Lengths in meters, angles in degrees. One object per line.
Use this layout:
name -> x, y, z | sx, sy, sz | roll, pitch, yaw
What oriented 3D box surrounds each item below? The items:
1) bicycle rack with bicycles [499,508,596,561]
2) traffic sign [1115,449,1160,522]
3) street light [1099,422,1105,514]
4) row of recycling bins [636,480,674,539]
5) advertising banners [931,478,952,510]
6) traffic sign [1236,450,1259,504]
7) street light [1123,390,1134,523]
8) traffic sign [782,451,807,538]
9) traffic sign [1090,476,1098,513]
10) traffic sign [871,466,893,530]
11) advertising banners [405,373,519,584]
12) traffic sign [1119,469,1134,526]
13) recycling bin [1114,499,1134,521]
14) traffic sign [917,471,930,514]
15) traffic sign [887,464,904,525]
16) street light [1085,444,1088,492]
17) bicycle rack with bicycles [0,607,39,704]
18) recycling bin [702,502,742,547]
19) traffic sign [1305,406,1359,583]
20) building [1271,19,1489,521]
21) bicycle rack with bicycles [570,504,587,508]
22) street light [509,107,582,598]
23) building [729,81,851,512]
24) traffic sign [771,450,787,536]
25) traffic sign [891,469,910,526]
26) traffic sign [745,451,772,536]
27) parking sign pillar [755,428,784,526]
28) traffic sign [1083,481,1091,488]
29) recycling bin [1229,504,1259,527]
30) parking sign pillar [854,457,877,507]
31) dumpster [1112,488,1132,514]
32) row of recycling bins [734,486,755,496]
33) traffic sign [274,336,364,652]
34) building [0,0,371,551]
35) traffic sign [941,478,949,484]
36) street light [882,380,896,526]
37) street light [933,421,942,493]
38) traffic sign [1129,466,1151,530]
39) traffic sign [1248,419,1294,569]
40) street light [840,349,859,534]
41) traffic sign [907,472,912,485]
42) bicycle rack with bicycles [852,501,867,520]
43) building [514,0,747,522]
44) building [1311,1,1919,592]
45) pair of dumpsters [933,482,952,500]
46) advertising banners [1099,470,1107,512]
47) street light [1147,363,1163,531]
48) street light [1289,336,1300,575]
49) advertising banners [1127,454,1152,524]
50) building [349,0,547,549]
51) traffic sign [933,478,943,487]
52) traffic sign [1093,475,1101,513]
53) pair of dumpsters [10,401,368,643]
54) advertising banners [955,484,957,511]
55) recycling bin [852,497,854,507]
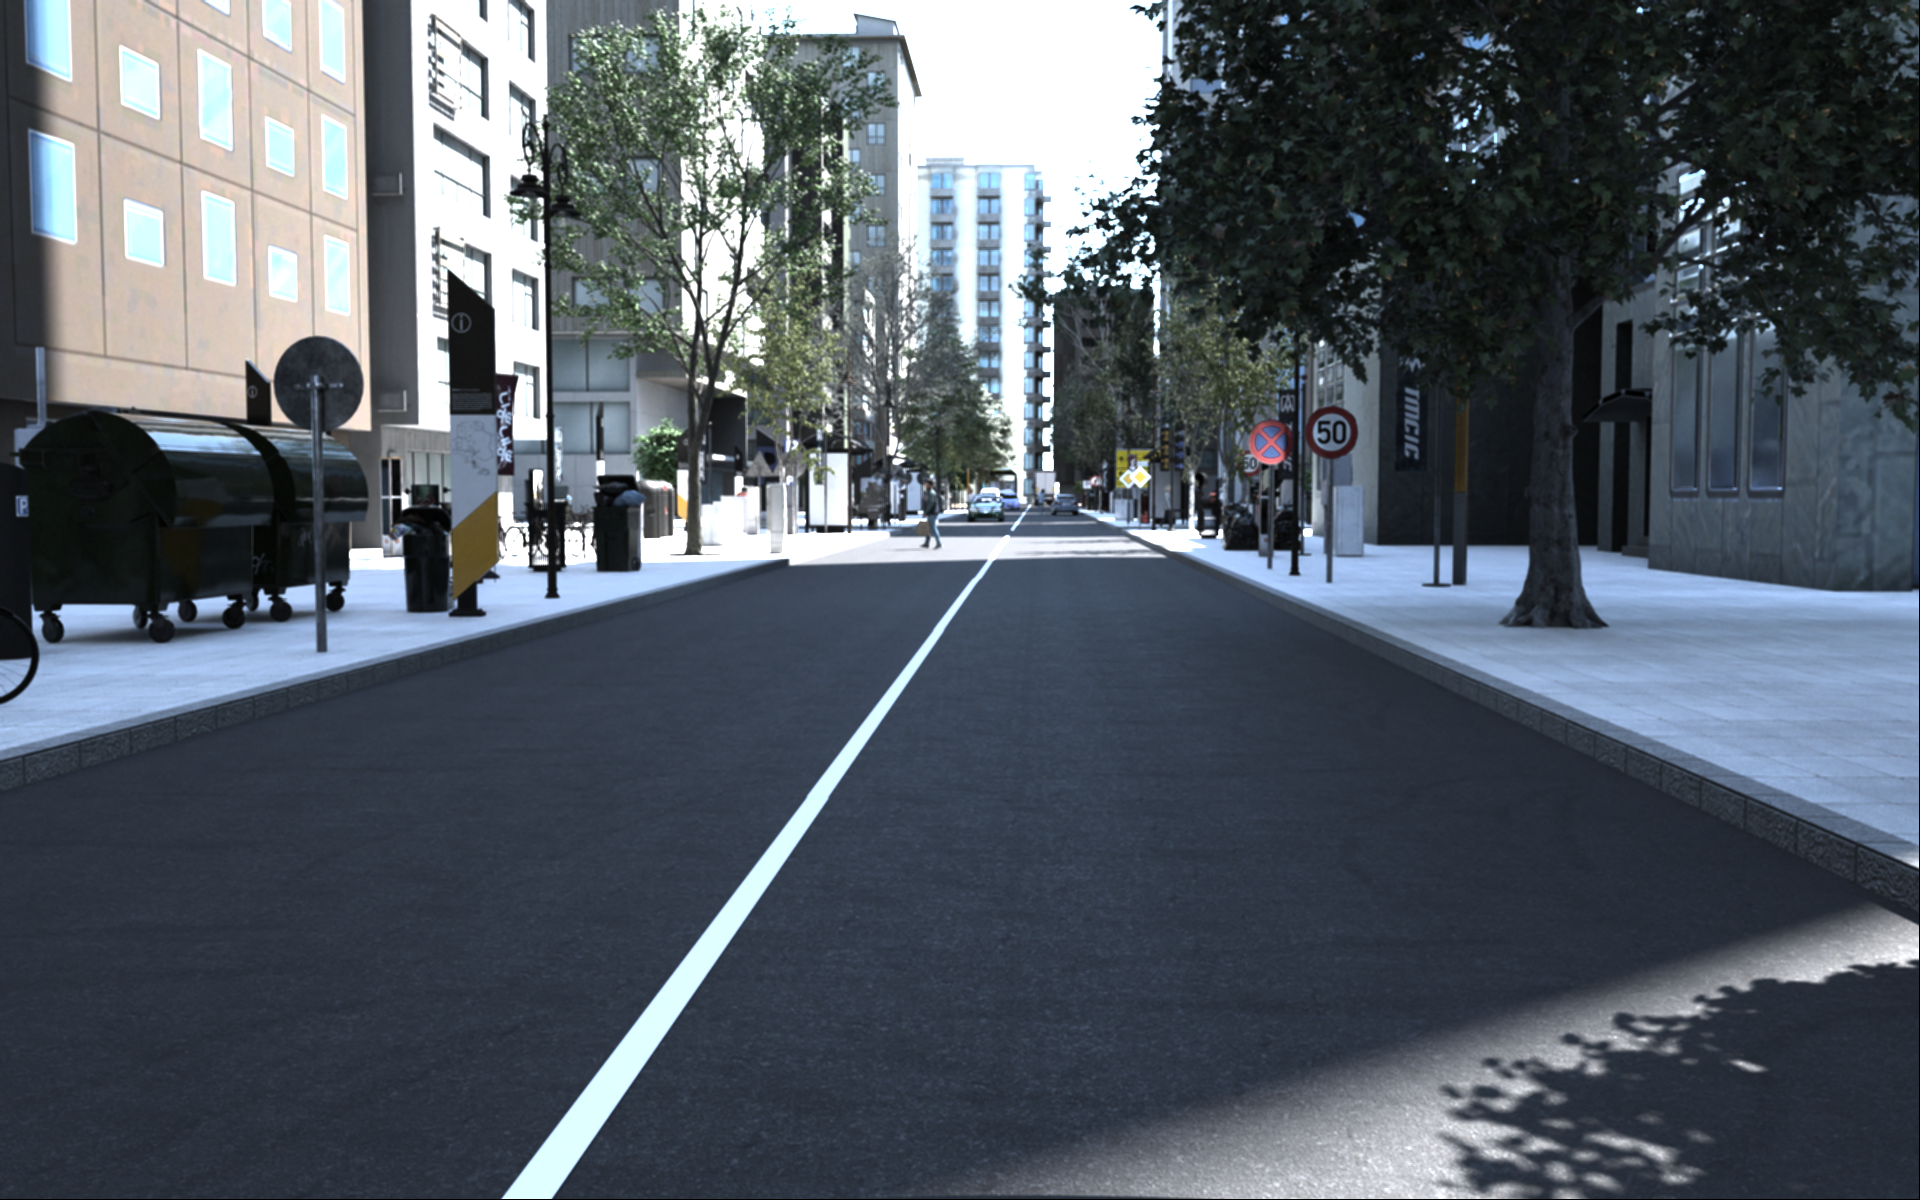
bicycle rack with bicycles -> -8.656, -1.303, 34.693 | 2.852, 0.926, 2.925 | -2, 4, -35
traffic sign -> 8.203, -5.196, 78.834 | 2.265, 3.308, 0.079 | 0, 4, 4
street light -> 9.099, -8.446, 110.880 | 0.468, 5.910, 1.993 | 0, 4, 3
row of recycling bins -> -9.062, -2.673, 50.813 | 1.069, 1.692, 3.534 | 0, 4, -1
advertising banners -> -1.489, -8.851, 140.908 | 2.074, 3.025, 0.090 | 2, 4, 28
traffic sign -> 8.351, -3.055, 50.052 | 0.768, 2.556, 0.104 | 0, 4, 8
street light -> 7.537, -6.393, 77.314 | 0.468, 5.910, 1.993 | 0, 4, 3
traffic sign -> -4.859, -3.093, 50.679 | 0.768, 2.556, 0.104 | 0, 4, 4
traffic sign -> 9.321, -7.272, 119.007 | 0.768, 2.556, 0.104 | 0, 4, 4
traffic sign -> -2.780, -3.573, 62.055 | 0.795, 2.450, 0.064 | 0, 4, 3
advertising banners -> -7.014, -1.736, 24.579 | 0.090, 3.025, 2.074 | 2, 4, 33
traffic sign -> 6.766, -4.034, 69.597 | 0.795, 2.450, 0.064 | 0, 4, 3
recycling bin -> 7.993, -4.389, 84.309 | 0.722, 1.027, 0.722 | 3, 5, 39
traffic sign -> -2.044, -5.922, 96.934 | 0.768, 2.556, 0.104 | 0, 4, 7
traffic sign -> -2.729, -4.441, 72.721 | 0.768, 2.556, 0.104 | 0, 4, 4
street light -> 10.624, -10.488, 144.259 | 0.468, 5.910, 1.993 | 0, 4, 3
bicycle rack with bicycles -> -7.042, 0.185, 10.351 | 2.925, 0.926, 2.852 | 0, 4, -8
recycling bin -> -5.852, -1.838, 42.603 | 0.722, 1.027, 0.722 | 3, 4, 37
traffic sign -> 5.353, -1.524, 25.029 | 0.768, 2.556, 0.104 | 0, 4, 4
building -> 23.169, -26.499, 83.373 | 14.200, 45.320, 14.600 | 0, 4, 3
bicycle rack with bicycles -> -13.055, -2.809, 59.317 | 2.925, 0.926, 2.852 | 0, 4, 5
street light -> -5.037, -2.963, 21.226 | 0.468, 5.910, 1.993 | 0, 4, 3
building -> -15.494, -21.486, 123.001 | 14.160, 30.474, 14.107 | 0, 4, 3
traffic sign -> -5.189, -3.150, 51.506 | 0.884, 2.594, 0.081 | 1, 4, 12
traffic sign -> -2.418, -4.061, 70.032 | 0.795, 2.450, 0.064 | 0, 4, 3
traffic sign -> -6.067, -3.204, 52.386 | 0.884, 2.594, 0.081 | 0, 4, 7
parking sign pillar -> -7.690, -5.037, 70.823 | 1.447, 3.967, 1.447 | 0, 4, 4
traffic sign -> 9.633, -7.906, 131.393 | 0.606, 2.300, 0.079 | 0, 4, 7
recycling bin -> 7.302, -1.920, 43.939 | 0.722, 1.027, 0.722 | 3, 5, 39
parking sign pillar -> -6.983, -8.339, 124.821 | 1.447, 3.967, 1.447 | 0, 4, 5
dumpster -> 10.566, -6.533, 112.575 | 1.264, 1.857, 1.865 | 0, 4, 2
row of recycling bins -> -14.055, -6.282, 109.821 | 3.534, 1.692, 1.069 | 1, 4, 14
traffic sign -> -5.188, -0.850, 14.004 | 0.768, 2.556, 0.104 | 0, 4, 8
building -> -20.506, -23.303, 31.109 | 14.600, 45.320, 14.200 | 0, 4, 3
traffic sign -> -1.244, -8.364, 136.865 | 0.768, 2.556, 0.104 | 1, 4, 9
street light -> -2.875, -5.964, 70.295 | 0.468, 5.910, 1.993 | 0, 4, 3
street light -> -1.344, -8.005, 103.673 | 0.468, 5.910, 1.993 | 0, 4, 3
traffic sign -> 6.404, -3.546, 61.620 | 0.795, 2.450, 0.064 | 0, 4, 3
traffic sign -> 5.326, -1.810, 29.699 | 0.768, 2.556, 0.104 | 1, 4, 9
street light -> -3.534, -5.040, 55.184 | 0.468, 5.910, 1.993 | 0, 4, 3
traffic sign -> -3.037, -5.881, 96.262 | 0.768, 2.556, 0.104 | 0, 4, 4
bicycle rack with bicycles -> -5.518, -4.438, 85.940 | 2.925, 0.926, 2.852 | 1, 4, 17
building -> -25.357, -30.685, 90.942 | 28.713, 52.752, 27.495 | 0, 4, 3
building -> 21.363, -44.191, 35.200 | 22.319, 86.520, 31.000 | 0, 4, 3
pair of dumpsters -> -1.493, -8.059, 134.262 | 1.574, 2.255, 4.437 | 0, 4, 3
advertising banners -> 10.465, -7.854, 124.597 | 0.090, 3.025, 2.074 | 2, 4, 30
street light -> 6.799, -5.371, 60.611 | 0.468, 5.910, 1.993 | 0, 4, 3
street light -> 5.297, -3.330, 27.231 | 0.468, 5.910, 1.993 | 0, 4, 3
advertising banners -> 8.095, -4.843, 75.365 | 2.074, 3.025, 0.090 | 3, 5, 43
building -> -19.106, -22.177, 46.196 | 14.086, 41.232, 14.154 | 0, 4, 3
traffic sign -> -1.687, -7.857, 128.466 | 0.884, 2.594, 0.081 | 1, 4, 11
traffic sign -> 9.303, -7.061, 115.456 | 0.884, 2.594, 0.081 | 1, 4, 12
pair of dumpsters -> -7.330, -0.879, 16.872 | 1.574, 2.255, 4.437 | 0, 4, 2
advertising banners -> -0.299, -8.185, 130.014 | 0.090, 3.025, 2.074 | 0, 4, 1
recycling bin -> -8.207, -7.450, 134.359 | 0.722, 1.027, 0.722 | 2, 4, 26
